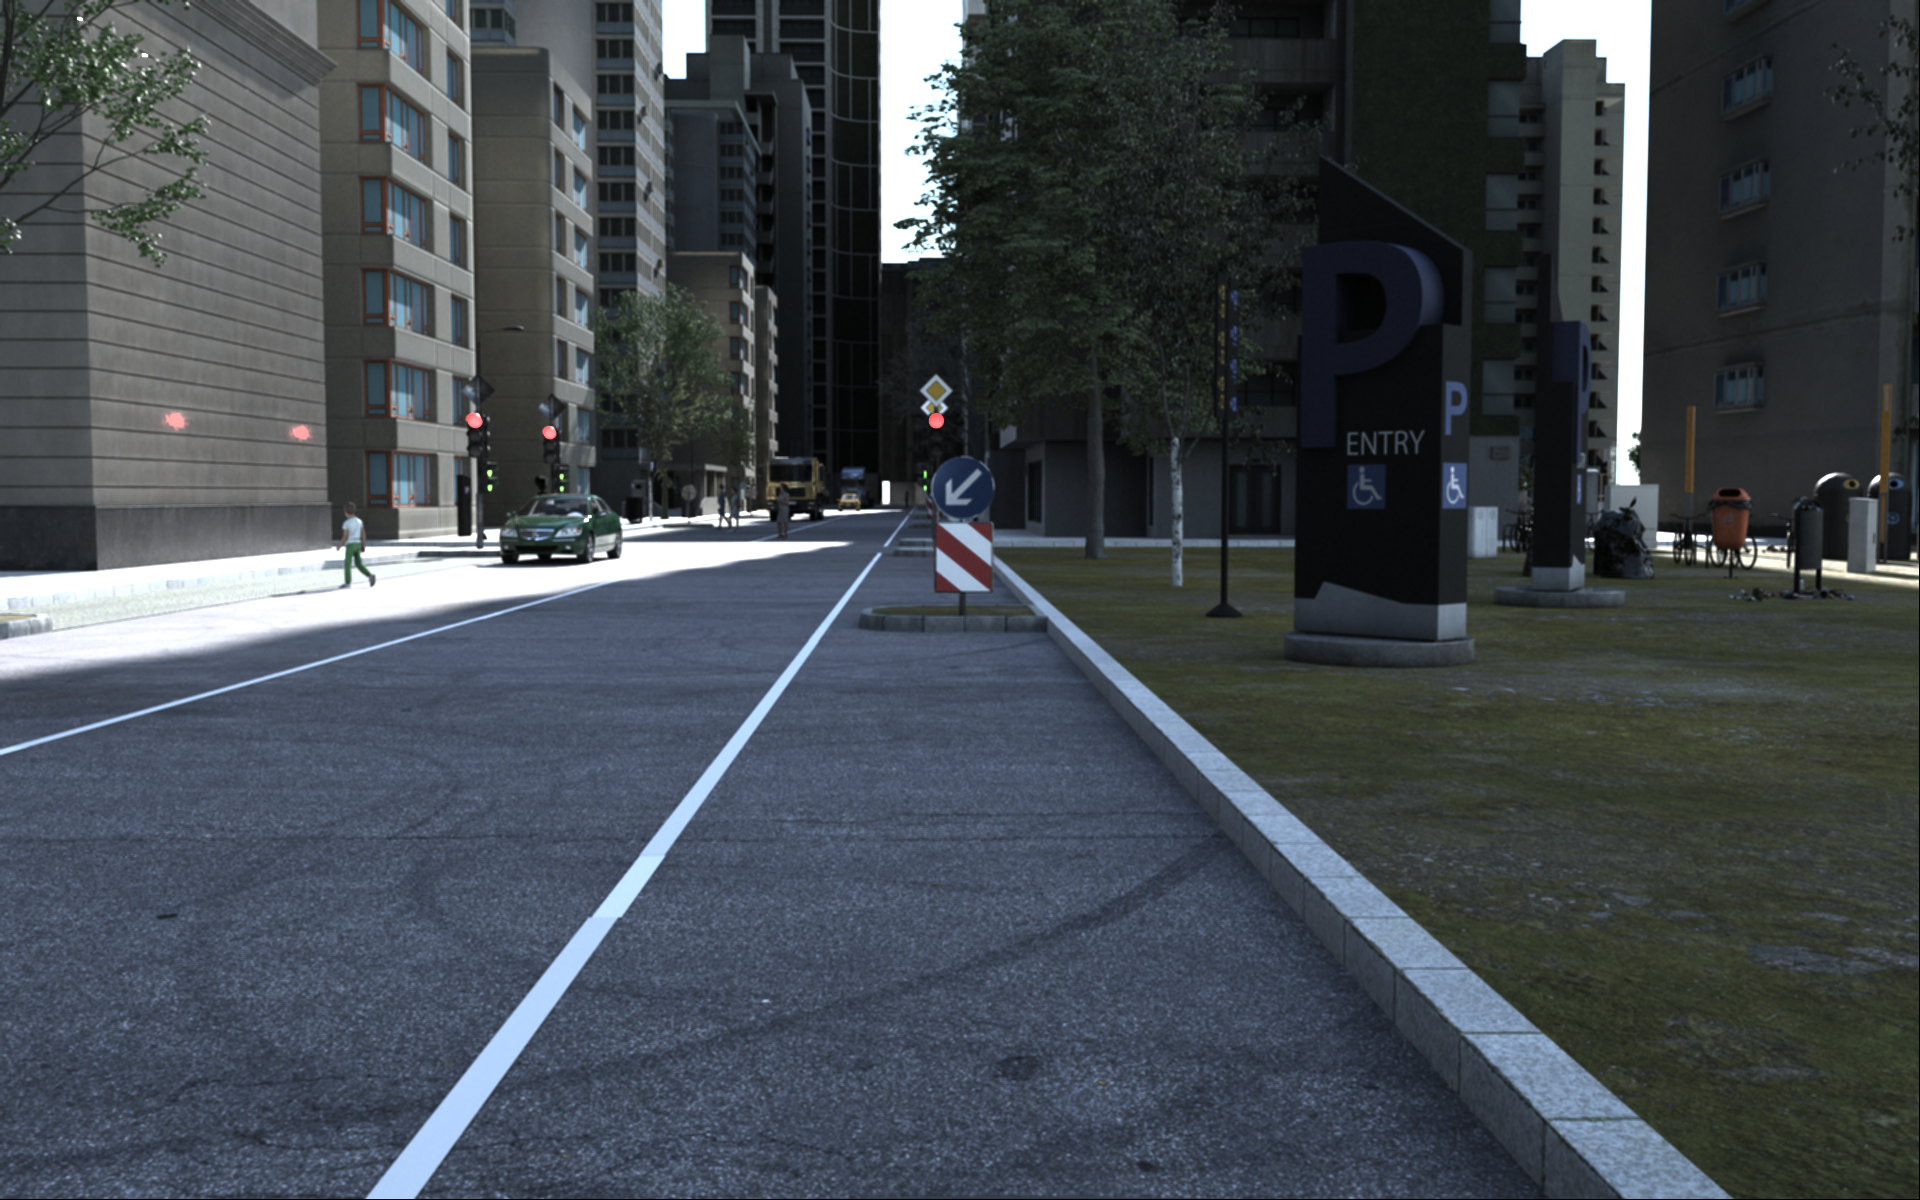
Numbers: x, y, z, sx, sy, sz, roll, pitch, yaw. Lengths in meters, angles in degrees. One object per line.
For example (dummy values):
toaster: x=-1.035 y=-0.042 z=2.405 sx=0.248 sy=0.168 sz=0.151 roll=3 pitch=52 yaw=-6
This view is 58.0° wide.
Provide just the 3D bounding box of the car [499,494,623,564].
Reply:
car: x=-8.496 y=-1.552 z=37.168 sx=2.131 sy=1.459 sz=4.920 roll=0 pitch=4 yaw=1

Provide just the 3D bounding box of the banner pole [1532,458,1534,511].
banner pole: x=40.212 y=-8.024 z=121.202 sx=0.401 sy=3.779 sz=0.863 roll=3 pitch=5 yaw=44

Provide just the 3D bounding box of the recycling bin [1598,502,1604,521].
recycling bin: x=21.669 y=-2.787 z=58.114 sx=0.722 sy=1.027 sz=0.722 roll=0 pitch=4 yaw=5

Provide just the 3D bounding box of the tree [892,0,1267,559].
tree: x=2.289 y=-7.102 z=34.245 sx=7.486 sy=12.596 sz=7.792 roll=0 pitch=3 yaw=0

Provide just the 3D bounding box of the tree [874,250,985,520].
tree: x=0.893 y=-10.682 z=85.017 sx=12.009 sy=13.543 sz=11.850 roll=0 pitch=3 yaw=0

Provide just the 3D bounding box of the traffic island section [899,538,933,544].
traffic island section: x=-0.694 y=-1.612 z=48.632 sx=2.009 sy=0.180 sz=2.903 roll=0 pitch=4 yaw=-1

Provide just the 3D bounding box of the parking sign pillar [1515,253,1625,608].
parking sign pillar: x=6.957 y=-1.929 z=20.015 sx=1.447 sy=3.967 sz=1.447 roll=2 pitch=4 yaw=27

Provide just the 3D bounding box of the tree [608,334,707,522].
tree: x=-14.079 y=-7.922 z=79.889 sx=4.360 sy=8.622 sz=3.978 roll=0 pitch=3 yaw=0

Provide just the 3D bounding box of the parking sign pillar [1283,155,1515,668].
parking sign pillar: x=3.255 y=-1.523 z=13.380 sx=1.447 sy=3.967 sz=1.447 roll=-3 pitch=5 yaw=-44

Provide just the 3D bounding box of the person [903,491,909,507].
person: x=-5.752 y=-10.753 z=185.001 sx=0.721 sy=1.739 sz=1.217 roll=-2 pitch=4 yaw=-30

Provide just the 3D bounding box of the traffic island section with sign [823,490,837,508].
traffic island section with sign: x=-13.684 y=-10.358 z=177.986 sx=1.989 sy=1.847 sz=2.006 roll=0 pitch=4 yaw=-1

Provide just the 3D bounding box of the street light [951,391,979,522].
street light: x=0.186 y=-6.478 z=78.456 sx=1.470 sy=5.913 sz=1.316 roll=0 pitch=4 yaw=-1

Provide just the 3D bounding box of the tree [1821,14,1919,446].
tree: x=10.026 y=-3.964 z=15.175 sx=4.360 sy=8.622 sz=3.978 roll=0 pitch=3 yaw=0

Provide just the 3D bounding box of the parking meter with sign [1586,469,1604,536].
parking meter with sign: x=19.170 y=-3.471 z=53.012 sx=1.738 sy=3.016 sz=0.543 roll=0 pitch=4 yaw=3

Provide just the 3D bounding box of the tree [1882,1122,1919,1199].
tree: x=2.331 y=-4.705 z=2.690 sx=9.928 sy=11.665 sz=9.643 roll=0 pitch=3 yaw=0

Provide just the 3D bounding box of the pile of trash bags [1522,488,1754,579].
pile of trash bags: x=10.421 y=-1.047 z=26.878 sx=3.447 sy=1.369 sz=1.912 roll=2 pitch=4 yaw=31

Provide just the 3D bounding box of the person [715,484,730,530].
person: x=-9.456 y=-3.708 z=69.142 sx=0.654 sy=1.822 sz=0.581 roll=0 pitch=4 yaw=8

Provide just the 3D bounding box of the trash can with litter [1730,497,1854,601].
trash can with litter: x=10.233 y=-0.640 z=21.525 sx=2.233 sy=1.210 sz=1.678 roll=-2 pitch=4 yaw=-35

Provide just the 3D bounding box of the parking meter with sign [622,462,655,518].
parking meter with sign: x=-17.161 y=-5.881 z=92.416 sx=1.738 sy=3.016 sz=0.543 roll=-2 pitch=4 yaw=-30

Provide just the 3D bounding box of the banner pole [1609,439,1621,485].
banner pole: x=29.558 y=-5.389 z=78.128 sx=0.863 sy=3.779 sz=0.401 roll=-2 pitch=4 yaw=-29

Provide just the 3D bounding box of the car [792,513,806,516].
car: x=-10.130 y=-6.081 z=111.223 sx=2.131 sy=1.459 sz=4.920 roll=0 pitch=4 yaw=-1

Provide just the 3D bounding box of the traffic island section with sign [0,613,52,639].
traffic island section with sign: x=-10.433 y=-0.543 z=17.503 sx=1.989 sy=1.847 sz=2.006 roll=0 pitch=4 yaw=-1

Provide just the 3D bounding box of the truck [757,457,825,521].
truck: x=-8.874 y=-5.990 z=93.856 sx=3.469 sy=3.379 sz=9.791 roll=0 pitch=4 yaw=-1

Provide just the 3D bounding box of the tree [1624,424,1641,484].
tree: x=28.498 y=-5.274 z=69.950 sx=4.285 sy=4.588 sz=4.351 roll=0 pitch=3 yaw=0

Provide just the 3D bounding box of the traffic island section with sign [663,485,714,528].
traffic island section with sign: x=-11.577 y=-3.998 z=73.989 sx=1.989 sy=1.847 sz=2.006 roll=0 pitch=4 yaw=-1

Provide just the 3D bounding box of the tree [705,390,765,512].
tree: x=-15.368 y=-10.387 z=120.194 sx=4.737 sy=8.622 sz=4.395 roll=0 pitch=3 yaw=0

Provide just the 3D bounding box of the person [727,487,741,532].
person: x=-8.462 y=-3.401 z=65.118 sx=0.522 sy=1.701 sz=0.512 roll=1 pitch=4 yaw=19

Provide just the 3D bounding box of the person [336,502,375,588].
person: x=-9.252 y=-0.842 z=26.507 sx=0.590 sy=1.304 sz=0.306 roll=1 pitch=4 yaw=11

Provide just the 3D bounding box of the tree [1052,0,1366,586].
tree: x=3.085 y=-4.483 z=23.664 sx=4.360 sy=8.622 sz=3.978 roll=0 pitch=3 yaw=0

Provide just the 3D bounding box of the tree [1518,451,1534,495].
tree: x=22.012 y=-4.540 z=68.826 sx=1.663 sy=3.219 sz=1.824 roll=0 pitch=3 yaw=0

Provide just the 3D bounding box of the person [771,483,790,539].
person: x=-5.788 y=-2.854 z=55.523 sx=0.532 sy=1.782 sz=0.716 roll=-3 pitch=5 yaw=-40

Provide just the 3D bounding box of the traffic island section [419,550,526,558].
traffic island section: x=-11.222 y=-1.111 z=40.438 sx=2.009 sy=0.180 sz=2.903 roll=0 pitch=4 yaw=-1

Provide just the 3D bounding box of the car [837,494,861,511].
car: x=-9.190 y=-8.176 z=143.896 sx=2.015 sy=1.641 sz=3.980 roll=0 pitch=4 yaw=-1

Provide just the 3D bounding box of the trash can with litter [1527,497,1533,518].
trash can with litter: x=26.801 y=-4.298 z=81.660 sx=0.624 sy=1.170 sz=1.055 roll=0 pitch=4 yaw=-1

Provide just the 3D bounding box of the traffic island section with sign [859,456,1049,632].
traffic island section with sign: x=-0.089 y=-0.629 z=18.907 sx=1.989 sy=1.847 sz=2.006 roll=0 pitch=4 yaw=-1

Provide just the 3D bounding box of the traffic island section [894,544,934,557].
traffic island section: x=-0.532 y=-1.123 z=40.649 sx=2.009 sy=0.180 sz=2.903 roll=0 pitch=4 yaw=-1

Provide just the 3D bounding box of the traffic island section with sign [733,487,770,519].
traffic island section with sign: x=-12.124 y=-5.646 z=100.939 sx=1.989 sy=1.847 sz=2.006 roll=0 pitch=4 yaw=-1

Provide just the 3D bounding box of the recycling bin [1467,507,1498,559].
recycling bin: x=10.236 y=-1.349 z=34.618 sx=0.722 sy=1.027 sz=0.722 roll=-2 pitch=4 yaw=-33

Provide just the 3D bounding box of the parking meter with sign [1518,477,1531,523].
parking meter with sign: x=25.092 y=-4.978 z=77.646 sx=0.543 sy=3.016 sz=1.738 roll=0 pitch=4 yaw=-5

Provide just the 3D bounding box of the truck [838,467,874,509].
truck: x=-10.467 y=-11.481 z=177.474 sx=2.967 sy=4.110 sz=18.799 roll=0 pitch=3 yaw=0
